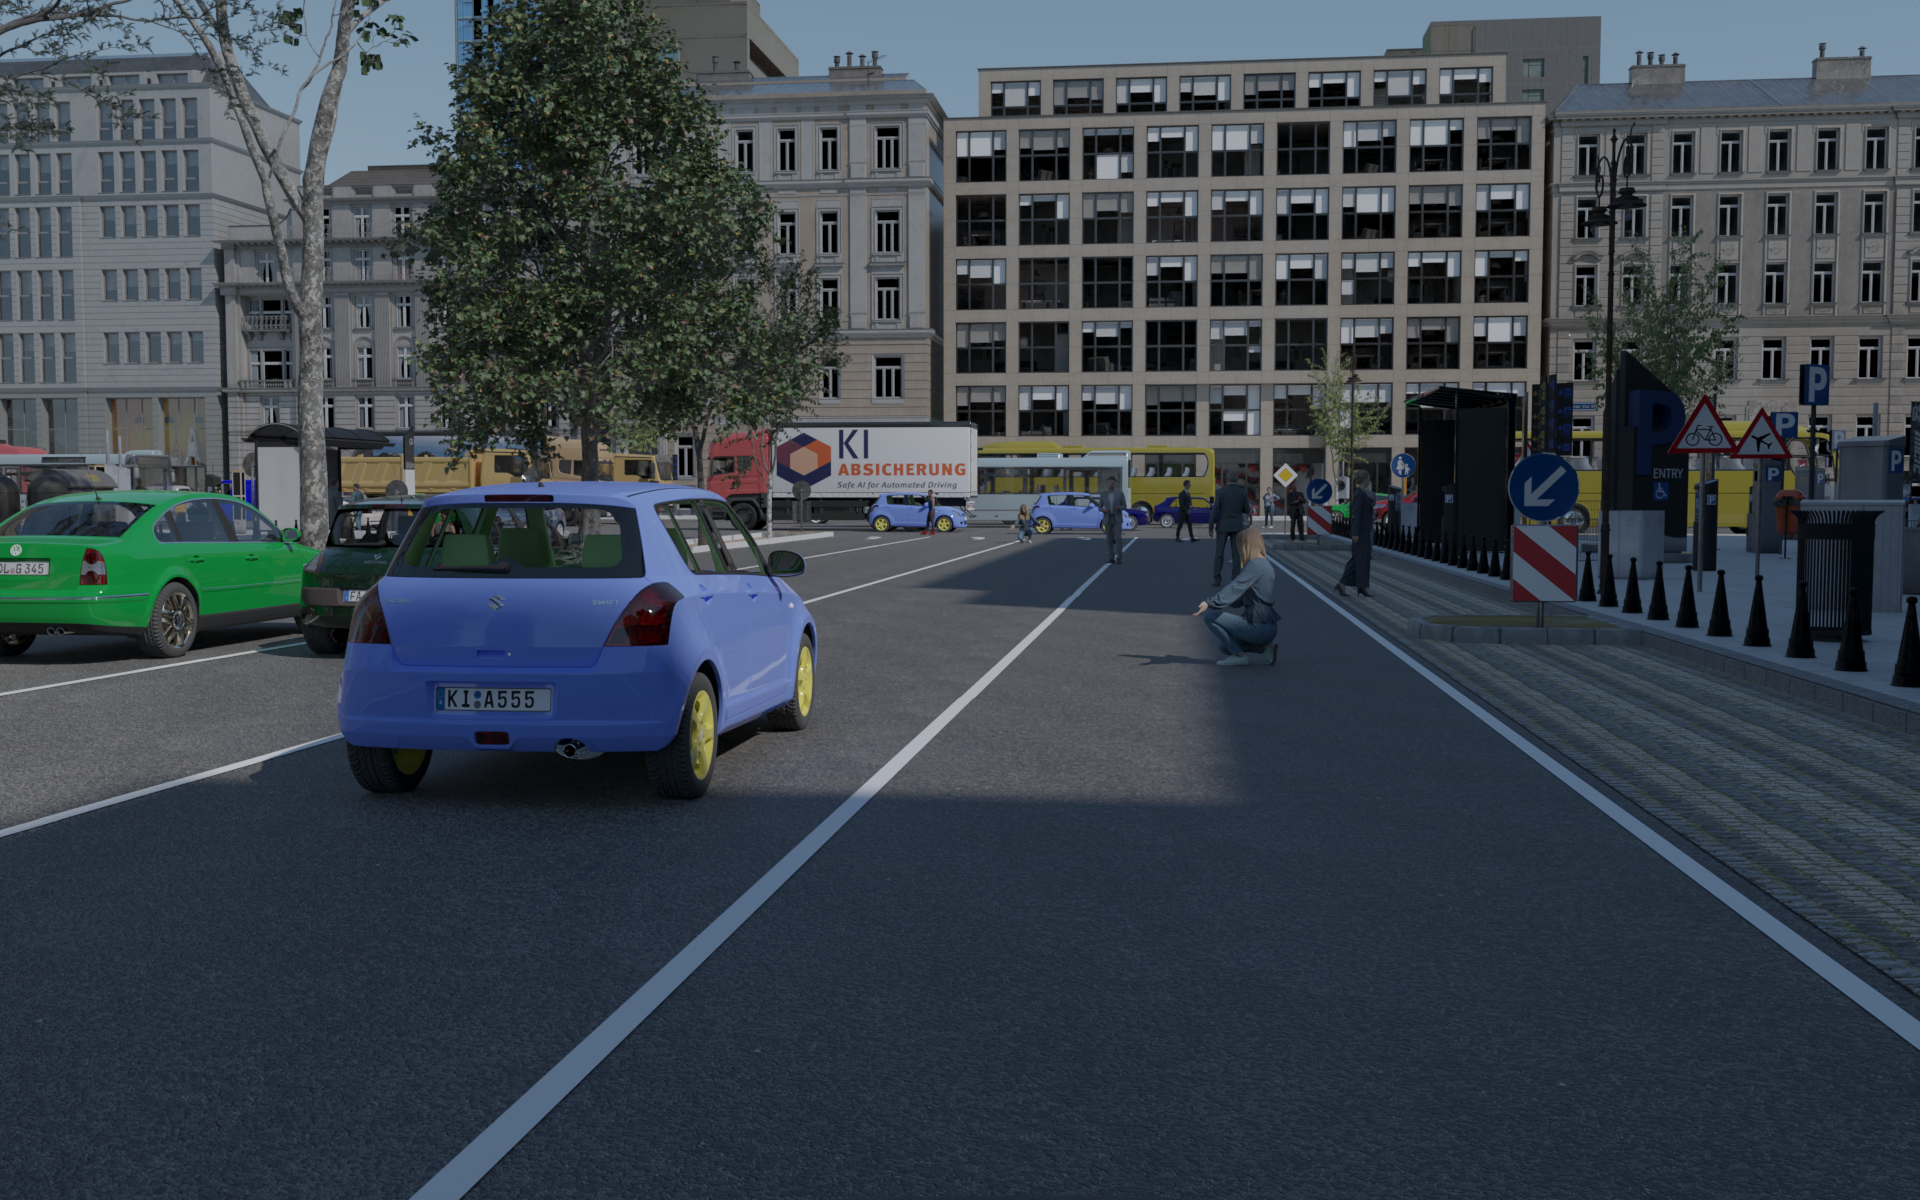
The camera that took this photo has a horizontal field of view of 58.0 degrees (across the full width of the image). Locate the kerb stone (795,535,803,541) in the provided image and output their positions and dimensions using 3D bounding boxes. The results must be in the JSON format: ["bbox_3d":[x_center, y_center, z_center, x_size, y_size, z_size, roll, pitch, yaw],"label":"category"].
[{"bbox_3d":[-5.068,-1.888,53.059,0.120,0.150,1.000,0,4,7],"label":"kerb stone"}]

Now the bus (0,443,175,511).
[{"bbox_3d":[-36.934,-4.492,68.307,13.247,3.499,2.948,1,4,9],"label":"bus"}]

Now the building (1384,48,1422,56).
[{"bbox_3d":[54.006,-34.336,185.089,21.300,48.544,21.600,0,4,7],"label":"building"}]

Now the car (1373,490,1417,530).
[{"bbox_3d":[18.536,-3.612,67.723,5.304,1.827,2.281,0,4,7],"label":"car"}]

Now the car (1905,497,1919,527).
[{"bbox_3d":[33.269,-2.991,61.484,3.894,1.354,1.945,0,4,6],"label":"car"}]

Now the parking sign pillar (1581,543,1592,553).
[{"bbox_3d":[14.465,-3.034,38.083,1.447,3.967,1.447,1,4,9],"label":"parking sign pillar"}]

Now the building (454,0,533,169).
[{"bbox_3d":[-42.930,-54.032,196.093,31.000,86.520,22.319,0,4,7],"label":"building"}]

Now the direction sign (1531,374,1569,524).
[{"bbox_3d":[11.219,-2.516,33.130,0.379,3.537,0.876,0,4,1],"label":"direction sign"}]

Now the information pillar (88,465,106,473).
[{"bbox_3d":[-22.123,-2.445,44.462,0.304,2.012,0.304,2,4,34],"label":"information pillar"}]

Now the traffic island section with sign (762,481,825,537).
[{"bbox_3d":[-5.455,-3.058,58.141,2.006,1.907,1.989,0,4,7],"label":"traffic island section with sign"}]

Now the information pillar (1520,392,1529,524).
[{"bbox_3d":[12.991,-2.968,39.880,0.183,3.616,0.504,1,4,13],"label":"information pillar"}]

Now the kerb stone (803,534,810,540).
[{"bbox_3d":[-4.929,-1.950,54.076,0.120,0.150,1.000,0,4,7],"label":"kerb stone"}]

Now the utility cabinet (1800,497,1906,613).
[{"bbox_3d":[9.781,-0.480,19.017,1.020,1.237,0.306,2,4,29],"label":"utility cabinet"}]

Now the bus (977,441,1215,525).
[{"bbox_3d":[5.713,-5.459,80.808,12.252,3.916,2.896,1,4,9],"label":"bus"}]

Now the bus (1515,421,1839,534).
[{"bbox_3d":[23.712,-4.137,59.184,12.252,3.916,2.896,1,4,9],"label":"bus"}]

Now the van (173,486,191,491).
[{"bbox_3d":[-40.577,-4.874,86.704,4.112,2.044,2.013,0,4,7],"label":"van"}]

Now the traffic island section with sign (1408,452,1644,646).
[{"bbox_3d":[5.562,-0.531,17.314,1.989,1.847,2.006,0,4,7],"label":"traffic island section with sign"}]

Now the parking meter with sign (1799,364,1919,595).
[{"bbox_3d":[11.910,-1.614,22.652,0.543,3.016,1.738,-2,4,-31],"label":"parking meter with sign"}]

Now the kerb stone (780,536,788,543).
[{"bbox_3d":[-5.324,-1.763,51.021,0.120,0.150,1.000,0,4,7],"label":"kerb stone"}]

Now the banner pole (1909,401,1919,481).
[{"bbox_3d":[22.887,-3.129,41.176,0.863,3.779,0.401,-1,4,-15],"label":"banner pole"}]

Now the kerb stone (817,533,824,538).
[{"bbox_3d":[-4.663,-2.075,56.114,0.120,0.150,1.000,0,4,7],"label":"kerb stone"}]

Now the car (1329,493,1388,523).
[{"bbox_3d":[18.529,-4.297,79.057,4.718,1.807,1.959,1,4,8],"label":"car"}]

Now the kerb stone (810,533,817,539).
[{"bbox_3d":[-4.799,-2.012,55.097,0.120,0.150,1.000,0,4,7],"label":"kerb stone"}]

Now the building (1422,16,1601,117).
[{"bbox_3d":[47.534,-28.719,153.147,14.154,41.232,14.086,0,4,7],"label":"building"}]

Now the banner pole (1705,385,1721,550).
[{"bbox_3d":[17.352,-3.060,40.045,0.401,3.779,0.863,1,4,9],"label":"banner pole"}]

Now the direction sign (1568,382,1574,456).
[{"bbox_3d":[12.103,-2.659,35.476,0.876,3.537,0.379,3,5,44],"label":"direction sign"}]

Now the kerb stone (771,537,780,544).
[{"bbox_3d":[-5.449,-1.698,50.003,0.120,0.150,1.000,0,4,7],"label":"kerb stone"}]

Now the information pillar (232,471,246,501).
[{"bbox_3d":[-23.182,-3.132,55.699,0.304,2.012,0.304,0,4,1],"label":"information pillar"}]

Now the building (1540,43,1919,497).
[{"bbox_3d":[46.032,-18.619,101.684,25.104,27.353,12.463,0,4,7],"label":"building"}]

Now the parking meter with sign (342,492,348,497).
[{"bbox_3d":[-46.140,-8.109,128.848,1.738,3.016,0.543,-3,5,-40],"label":"parking meter with sign"}]

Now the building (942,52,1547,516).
[{"bbox_3d":[17.123,-18.635,109.191,34.151,26.468,19.350,0,4,7],"label":"building"}]

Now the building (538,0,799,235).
[{"bbox_3d":[-28.163,-33.222,166.879,21.300,48.544,21.600,0,4,7],"label":"building"}]

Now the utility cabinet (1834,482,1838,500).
[{"bbox_3d":[14.986,-1.246,29.054,0.318,1.500,1.173,3,5,44],"label":"utility cabinet"}]

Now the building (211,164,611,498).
[{"bbox_3d":[-33.183,-16.490,111.414,24.055,21.916,13.314,0,4,7],"label":"building"}]

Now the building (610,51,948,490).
[{"bbox_3d":[-10.684,-19.733,108.540,20.117,28.700,13.634,0,4,7],"label":"building"}]

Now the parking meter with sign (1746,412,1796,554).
[{"bbox_3d":[17.539,-2.527,37.572,0.543,3.016,1.738,0,4,6],"label":"parking meter with sign"}]

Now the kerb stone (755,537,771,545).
[{"bbox_3d":[-5.591,-1.631,48.979,0.120,0.150,1.000,0,4,7],"label":"kerb stone"}]

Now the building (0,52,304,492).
[{"bbox_3d":[-59.954,-20.589,114.128,29.804,29.767,11.434,0,4,7],"label":"building"}]

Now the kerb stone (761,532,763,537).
[{"bbox_3d":[-6.622,-2.152,57.373,0.120,0.150,1.000,0,4,7],"label":"kerb stone"}]

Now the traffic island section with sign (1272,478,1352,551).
[{"bbox_3d":[9.035,-2.187,44.382,1.989,1.847,2.006,0,4,7],"label":"traffic island section with sign"}]

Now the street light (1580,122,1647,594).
[{"bbox_3d":[8.270,-3.014,22.068,0.468,5.910,1.993,0,4,7],"label":"street light"}]

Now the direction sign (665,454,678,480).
[{"bbox_3d":[-16.490,-6.540,98.918,0.876,3.537,0.379,2,4,24],"label":"direction sign"}]

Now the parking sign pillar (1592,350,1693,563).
[{"bbox_3d":[13.089,-2.703,32.669,1.447,3.967,1.447,-1,4,-19],"label":"parking sign pillar"}]

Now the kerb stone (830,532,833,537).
[{"bbox_3d":[-4.411,-2.199,58.155,0.120,0.150,1.000,0,4,7],"label":"kerb stone"}]

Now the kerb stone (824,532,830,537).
[{"bbox_3d":[-4.541,-2.137,57.136,0.120,0.150,1.000,0,4,7],"label":"kerb stone"}]

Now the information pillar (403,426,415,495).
[{"bbox_3d":[-18.777,-4.142,59.071,0.183,3.616,0.504,1,4,22],"label":"information pillar"}]

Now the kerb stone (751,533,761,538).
[{"bbox_3d":[-6.751,-2.089,56.355,0.120,0.150,1.000,0,4,7],"label":"kerb stone"}]

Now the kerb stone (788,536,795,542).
[{"bbox_3d":[-5.206,-1.825,52.040,0.120,0.150,1.000,0,4,7],"label":"kerb stone"}]

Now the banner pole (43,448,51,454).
[{"bbox_3d":[-49.313,-6.347,93.792,0.401,3.779,0.863,2,4,27],"label":"banner pole"}]

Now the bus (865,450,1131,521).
[{"bbox_3d":[0.693,-4.896,74.914,13.247,3.499,2.948,1,4,9],"label":"bus"}]

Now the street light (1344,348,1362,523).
[{"bbox_3d":[12.444,-5.026,54.970,0.468,5.910,1.993,0,4,7],"label":"street light"}]

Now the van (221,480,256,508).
[{"bbox_3d":[-29.448,-4.162,72.432,5.245,2.365,2.240,0,4,7],"label":"van"}]

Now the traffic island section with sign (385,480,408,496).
[{"bbox_3d":[-15.714,-2.385,47.623,1.989,1.847,2.006,0,4,7],"label":"traffic island section with sign"}]
